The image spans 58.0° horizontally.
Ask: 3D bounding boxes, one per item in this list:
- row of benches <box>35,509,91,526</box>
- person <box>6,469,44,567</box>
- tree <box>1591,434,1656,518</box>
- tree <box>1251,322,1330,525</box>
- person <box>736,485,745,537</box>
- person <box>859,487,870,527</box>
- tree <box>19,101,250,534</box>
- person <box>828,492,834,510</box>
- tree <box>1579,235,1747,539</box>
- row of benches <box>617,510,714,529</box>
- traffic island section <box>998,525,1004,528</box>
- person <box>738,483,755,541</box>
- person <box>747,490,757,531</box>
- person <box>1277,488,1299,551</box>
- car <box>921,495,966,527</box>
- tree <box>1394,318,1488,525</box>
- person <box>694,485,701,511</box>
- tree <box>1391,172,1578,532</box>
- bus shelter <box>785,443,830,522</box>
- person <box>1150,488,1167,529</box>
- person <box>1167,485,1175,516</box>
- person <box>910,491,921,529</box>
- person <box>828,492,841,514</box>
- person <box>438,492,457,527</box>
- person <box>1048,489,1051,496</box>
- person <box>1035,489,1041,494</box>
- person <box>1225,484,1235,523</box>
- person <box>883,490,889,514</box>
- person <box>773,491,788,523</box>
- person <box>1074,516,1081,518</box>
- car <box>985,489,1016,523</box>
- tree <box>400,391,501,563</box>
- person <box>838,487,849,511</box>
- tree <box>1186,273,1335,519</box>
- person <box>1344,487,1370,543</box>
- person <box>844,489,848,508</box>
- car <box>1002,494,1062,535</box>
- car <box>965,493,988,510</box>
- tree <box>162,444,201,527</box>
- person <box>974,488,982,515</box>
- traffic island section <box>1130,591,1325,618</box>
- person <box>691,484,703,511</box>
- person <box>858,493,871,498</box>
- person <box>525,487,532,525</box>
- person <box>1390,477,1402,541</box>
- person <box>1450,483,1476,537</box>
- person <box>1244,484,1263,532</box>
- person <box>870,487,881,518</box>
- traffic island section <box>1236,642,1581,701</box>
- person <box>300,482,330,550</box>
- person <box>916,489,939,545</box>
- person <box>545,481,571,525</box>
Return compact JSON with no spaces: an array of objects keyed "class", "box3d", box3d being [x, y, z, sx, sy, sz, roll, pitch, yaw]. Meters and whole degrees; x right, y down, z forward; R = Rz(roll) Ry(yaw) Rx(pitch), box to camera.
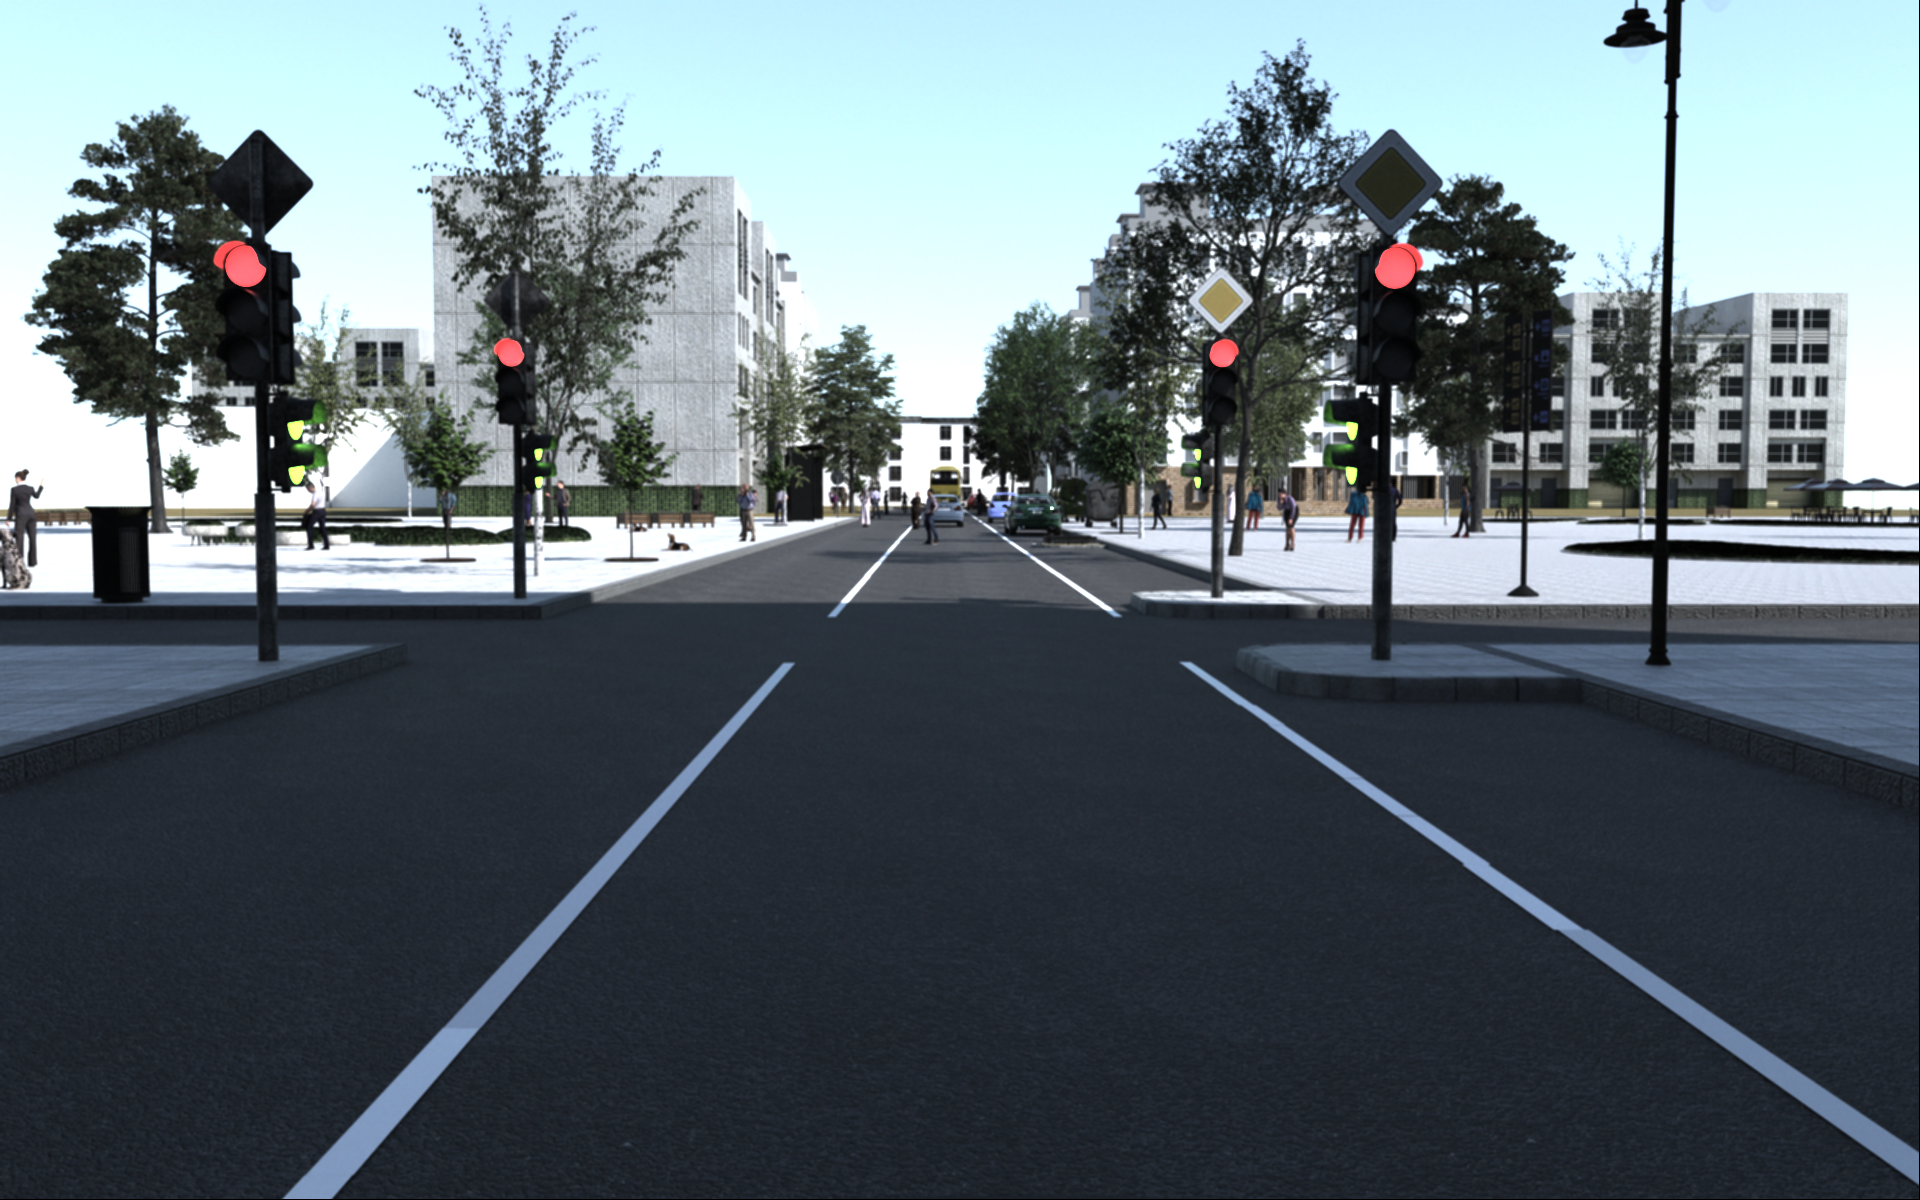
[{"class":"row of benches","box3d":[-36.934,-3.420,71.384,1.422,0.672,4.104,0,4,-5]},{"class":"person","box3d":[-16.483,-1.451,30.565,0.445,1.727,0.742,0,4,-1]},{"class":"tree","box3d":[36.439,-6.791,94.744,4.285,4.588,4.351,0,3,0]},{"class":"tree","box3d":[13.213,-7.410,71.518,4.737,8.622,4.395,0,3,0]},{"class":"person","box3d":[-6.463,-2.661,51.770,0.429,1.552,0.499,-1,4,-22]},{"class":"person","box3d":[-4.134,-4.029,75.048,0.551,1.740,0.621,1,4,21]},{"class":"tree","box3d":[-26.297,-9.112,56.398,7.806,13.903,7.818,0,3,0]},{"class":"person","box3d":[-10.573,-8.156,142.622,0.697,1.427,0.421,3,5,44]},{"class":"tree","box3d":[19.593,-6.036,49.047,4.360,8.622,3.978,0,3,0]},{"class":"row of benches","box3d":[-11.030,-3.057,65.445,4.104,0.672,1.422,-3,5,-43]},{"class":"traffic island section","box3d":[2.613,-3.106,73.654,1.991,0.108,1.994,0,4,-1]},{"class":"person","box3d":[-5.769,-2.377,46.977,0.516,1.574,0.319,3,4,37]},{"class":"person","box3d":[-7.197,-3.063,59.361,0.421,1.427,0.697,-3,5,-44]},{"class":"person","box3d":[7.380,-1.820,39.028,0.421,1.427,0.697,3,5,41]},{"class":"car","box3d":[-0.735,-3.953,76.628,2.014,1.417,4.499,0,4,-1]},{"class":"tree","box3d":[19.885,-7.365,70.784,4.737,8.622,4.395,0,3,0]},{"class":"person","box3d":[-13.672,-5.063,89.525,0.576,1.737,0.504,1,4,21]},{"class":"tree","box3d":[17.260,-8.304,57.822,6.751,12.117,7.091,0,3,0]},{"class":"bus shelter","box3d":[-7.305,-5.633,83.380,1.731,3.624,6.357,0,4,-1]},{"class":"person","box3d":[7.177,-3.314,62.762,0.613,1.512,0.480,-2,4,-29]},{"class":"person","box3d":[12.365,-5.856,101.777,0.705,1.826,1.348,-1,4,-11]},{"class":"person","box3d":[-1.793,-3.673,70.826,0.388,1.546,0.482,-3,5,-43]},{"class":"person","box3d":[-8.098,-6.291,112.121,0.991,1.433,0.599,2,4,27]},{"class":"person","box3d":[-14.752,-2.545,49.867,0.499,1.552,0.429,3,5,41]},{"class":"person","box3d":[8.220,-9.232,157.902,0.530,1.710,0.541,0,4,-5]},{"class":"person","box3d":[7.368,-9.578,163.089,0.683,1.767,0.568,-1,4,-14]},{"class":"person","box3d":[12.029,-4.303,77.072,0.621,1.740,0.551,-1,4,-15]},{"class":"person","box3d":[-5.282,-6.914,122.342,0.445,1.727,0.742,-1,4,-18]},{"class":"person","box3d":[-7.903,-4.223,76.034,0.436,1.711,0.756,-3,4,-36]},{"class":"person","box3d":[6.339,-5.339,93.873,0.617,1.759,0.750,3,5,43]},{"class":"car","box3d":[2.229,-4.670,85.947,1.945,1.707,3.694,0,3,0]},{"class":"tree","box3d":[-9.865,-2.342,32.886,1.663,3.219,1.824,0,3,0]},{"class":"person","box3d":[-8.866,-7.665,131.370,1.348,1.824,0.705,3,4,38]},{"class":"tree","box3d":[15.512,-10.502,89.840,7.486,12.596,7.792,0,3,0]},{"class":"person","box3d":[10.509,-2.327,45.787,0.444,1.614,0.593,-3,5,-42]},{"class":"person","box3d":[-10.320,-9.153,156.244,0.434,1.755,0.990,-1,4,-10]},{"class":"car","box3d":[2.574,-3.051,61.675,2.131,1.459,4.920,0,4,-2]},{"class":"car","box3d":[1.515,-9.186,159.235,2.155,1.783,4.494,0,4,-1]},{"class":"tree","box3d":[-30.460,-4.459,67.514,1.663,3.219,1.824,0,3,0]},{"class":"person","box3d":[1.262,-6.611,116.600,0.705,1.822,1.348,-1,4,-20]},{"class":"traffic island section","box3d":[3.202,0.052,21.433,2.009,0.180,2.903,0,4,-1]},{"class":"person","box3d":[-12.260,-4.530,80.789,0.565,1.739,0.600,-1,4,-8]},{"class":"person","box3d":[-8.268,-8.776,149.627,1.348,1.812,0.705,-2,4,-34]},{"class":"person","box3d":[-14.248,-2.947,56.598,0.546,1.535,0.453,-1,4,-14]},{"class":"person","box3d":[11.620,-2.458,46.931,0.576,1.737,0.504,-1,4,-12]},{"class":"person","box3d":[14.884,-2.649,51.216,0.662,1.594,0.647,0,4,-5]},{"class":"person","box3d":[9.984,-3.125,58.847,0.593,1.614,0.444,2,4,33]},{"class":"person","box3d":[-5.005,-5.710,101.721,0.709,1.838,0.599,-2,4,-28]},{"class":"traffic island section","box3d":[3.291,0.540,13.448,2.009,0.180,2.903,0,4,-1]},{"class":"person","box3d":[-14.757,-1.918,39.610,0.590,1.554,0.614,0,4,-5]},{"class":"person","box3d":[-0.863,-2.368,49.174,0.435,1.587,0.963,-2,4,-34]},{"class":"person","box3d":[-14.215,-3.343,61.228,0.617,1.759,0.750,3,5,42]}]
